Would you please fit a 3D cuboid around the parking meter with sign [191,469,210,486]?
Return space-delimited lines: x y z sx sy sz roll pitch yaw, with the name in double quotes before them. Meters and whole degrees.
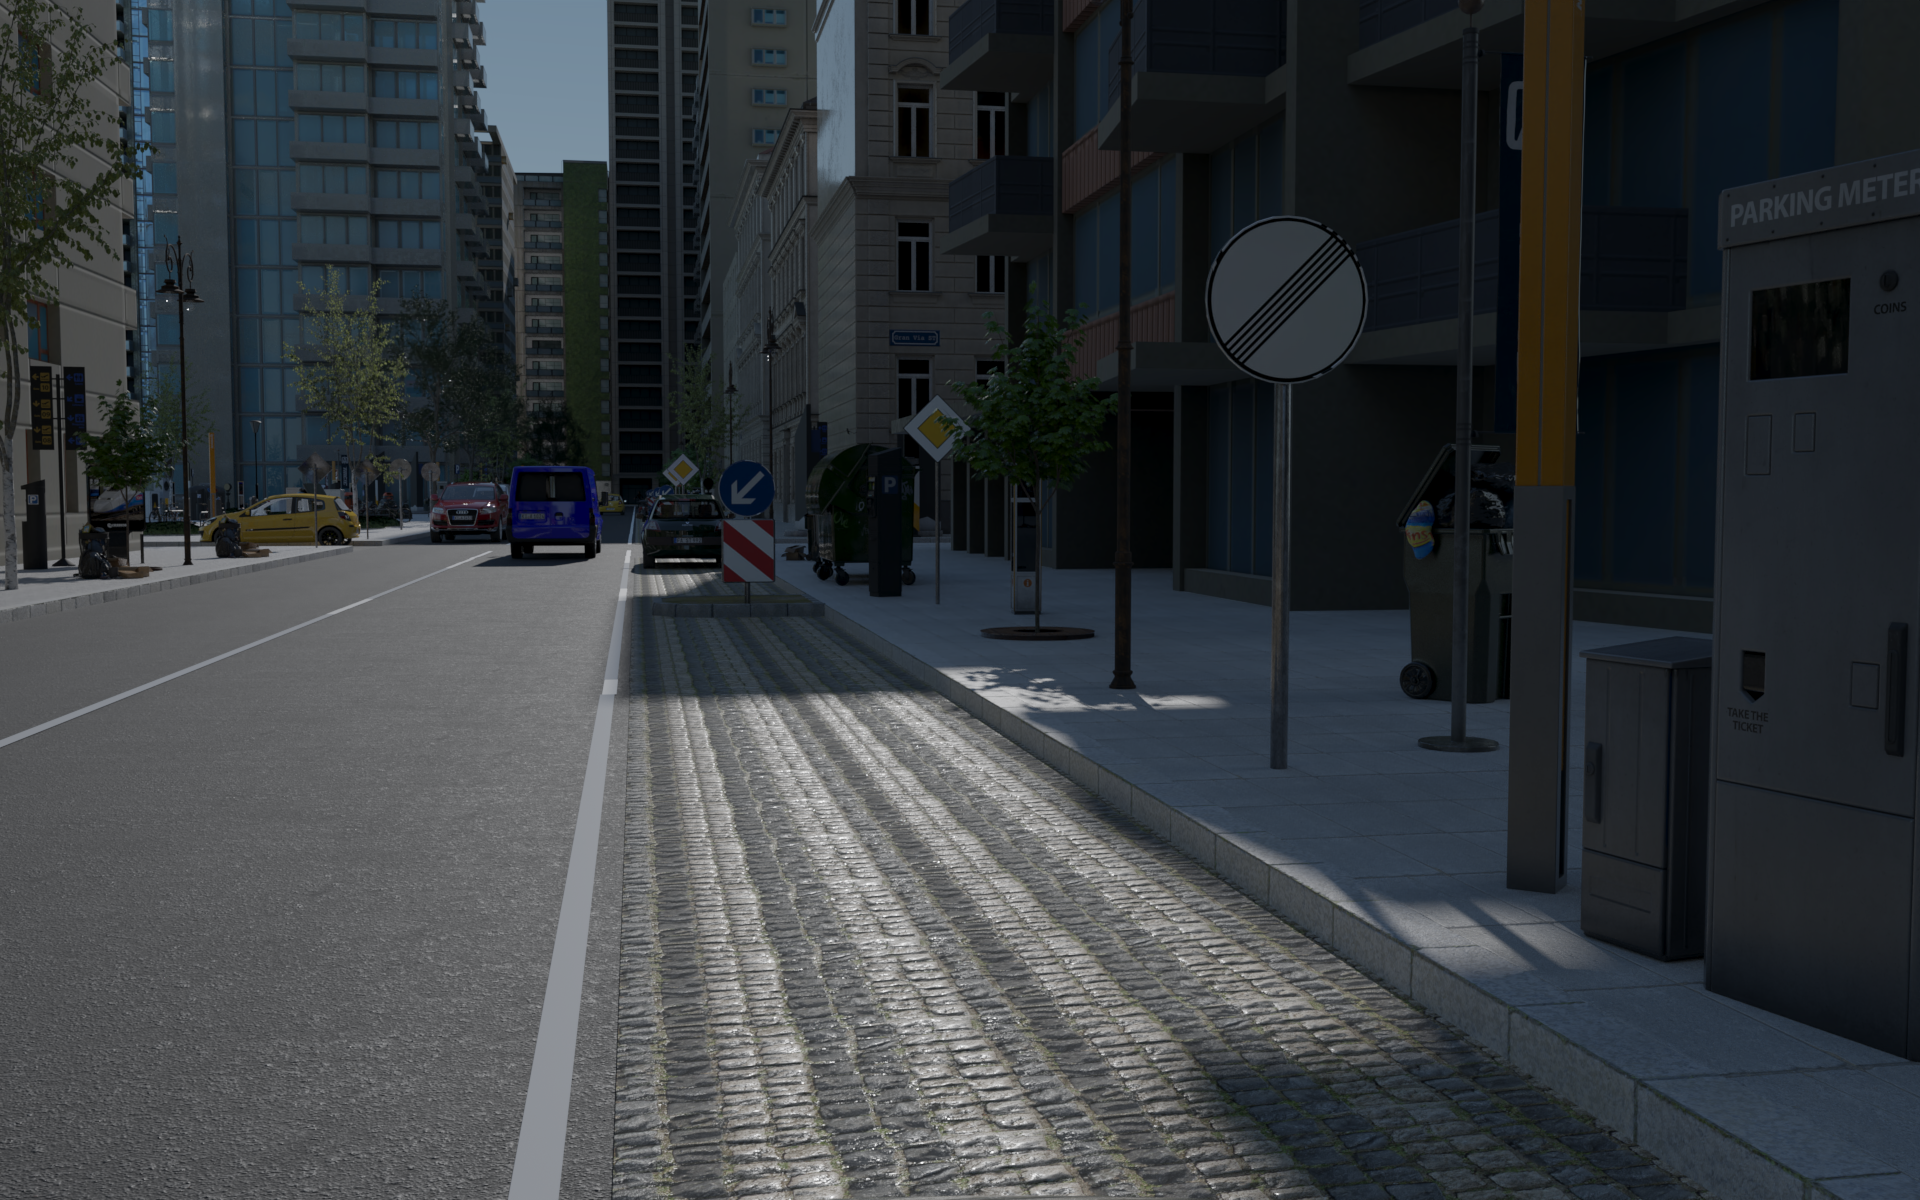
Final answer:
"parking meter with sign" -51.934 -7.522 119.245 1.738 3.016 0.543 -1 4 -15

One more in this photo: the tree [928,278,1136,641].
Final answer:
"tree" 0.689 -1.289 15.681 1.663 3.219 1.824 0 3 0

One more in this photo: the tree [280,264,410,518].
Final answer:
"tree" -19.368 -6.412 55.191 4.360 8.622 3.978 0 3 0

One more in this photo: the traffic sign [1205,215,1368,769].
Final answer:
"traffic sign" 1.492 -0.485 8.028 0.768 2.556 0.104 0 4 -7

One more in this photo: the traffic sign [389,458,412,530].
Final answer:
"traffic sign" -20.016 -3.784 61.982 0.768 2.556 0.104 -1 4 -10

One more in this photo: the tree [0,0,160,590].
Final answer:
"tree" -12.972 -4.439 22.936 4.737 8.622 4.395 0 3 0

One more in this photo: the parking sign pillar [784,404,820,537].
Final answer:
"parking sign pillar" -4.638 -3.921 52.586 1.447 3.967 1.447 -1 4 -21

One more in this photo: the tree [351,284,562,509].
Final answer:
"tree" -23.990 -8.777 77.918 8.767 10.594 7.601 3 4 36

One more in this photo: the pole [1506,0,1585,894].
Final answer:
"pole" 1.884 -0.716 5.556 0.158 3.312 0.155 0 3 0

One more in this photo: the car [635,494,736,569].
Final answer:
"car" -5.466 -1.516 34.575 2.009 1.686 4.222 -1 4 -10

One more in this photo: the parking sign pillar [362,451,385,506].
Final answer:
"parking sign pillar" -36.336 -7.270 107.334 1.447 3.967 1.447 -2 4 -35

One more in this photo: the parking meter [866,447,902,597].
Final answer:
"parking meter" -0.947 -0.975 21.649 0.399 1.863 0.255 -2 4 -30

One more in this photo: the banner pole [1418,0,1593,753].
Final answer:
"banner pole" 2.755 -1.144 8.716 0.863 3.779 0.401 -1 4 -11

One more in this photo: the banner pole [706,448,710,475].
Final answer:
"banner pole" -13.763 -6.400 94.664 0.401 3.779 0.863 -1 4 -22

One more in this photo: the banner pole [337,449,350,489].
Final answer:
"banner pole" -34.462 -6.525 96.700 0.401 3.779 0.863 3 5 40

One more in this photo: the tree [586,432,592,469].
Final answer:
"tree" -38.055 -13.786 159.811 8.767 10.594 7.601 0 4 -6

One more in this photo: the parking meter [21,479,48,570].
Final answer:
"parking meter" -15.760 -1.289 29.482 0.372 1.533 0.369 0 3 0

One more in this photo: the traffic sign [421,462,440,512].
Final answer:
"traffic sign" -21.278 -4.254 69.651 0.768 2.556 0.104 0 4 -1

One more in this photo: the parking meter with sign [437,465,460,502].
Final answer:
"parking meter with sign" -30.544 -6.500 102.535 1.738 3.016 0.543 1 4 9

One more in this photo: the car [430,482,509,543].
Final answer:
"car" -14.905 -2.707 52.930 2.281 1.827 5.304 -1 4 -9

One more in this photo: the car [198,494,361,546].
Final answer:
"car" -17.982 -2.176 45.808 3.980 1.641 2.015 -1 4 -10

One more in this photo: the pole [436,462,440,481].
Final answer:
"pole" -33.266 -7.132 110.452 0.158 3.312 0.155 0 3 0

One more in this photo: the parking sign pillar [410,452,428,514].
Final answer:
"parking sign pillar" -34.697 -7.469 110.589 1.447 3.967 1.447 -2 4 -35

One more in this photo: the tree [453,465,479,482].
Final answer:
"tree" -34.001 -7.687 120.288 1.663 3.219 1.824 0 3 0

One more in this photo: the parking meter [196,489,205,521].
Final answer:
"parking meter" -36.525 -4.580 83.300 0.372 1.533 0.369 0 3 0

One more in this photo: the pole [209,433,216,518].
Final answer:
"pole" -24.844 -3.898 57.575 0.158 3.312 0.155 0 3 0

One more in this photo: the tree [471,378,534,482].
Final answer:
"tree" -28.058 -9.493 105.578 4.737 8.622 4.395 0 3 0

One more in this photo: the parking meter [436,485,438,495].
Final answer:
"parking meter" -32.750 -6.284 108.456 0.255 1.863 0.399 0 4 -1

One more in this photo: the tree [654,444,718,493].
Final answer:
"tree" -16.617 -7.524 106.727 4.285 4.588 4.351 0 3 0

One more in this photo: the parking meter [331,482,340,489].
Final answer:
"parking meter" -31.291 -4.960 86.807 0.399 1.863 0.255 2 4 35

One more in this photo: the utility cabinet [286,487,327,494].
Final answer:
"utility cabinet" -22.125 -3.049 58.528 1.173 1.500 0.318 -2 4 -24

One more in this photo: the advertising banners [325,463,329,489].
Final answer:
"advertising banners" -35.772 -6.170 97.069 0.090 3.025 2.074 0 4 2

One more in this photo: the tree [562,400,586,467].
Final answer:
"tree" -26.037 -9.696 92.945 8.767 10.594 7.601 3 5 42

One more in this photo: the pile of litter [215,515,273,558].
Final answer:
"pile of litter" -14.655 -1.311 35.393 1.176 0.858 1.719 0 4 -4

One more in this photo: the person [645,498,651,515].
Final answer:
"person" -21.579 -6.479 119.935 0.738 1.151 1.012 0 4 4

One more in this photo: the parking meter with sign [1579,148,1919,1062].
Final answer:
"parking meter with sign" 2.247 -0.485 4.199 0.543 3.016 1.738 -1 4 -22

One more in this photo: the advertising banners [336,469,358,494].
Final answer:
"advertising banners" -42.775 -7.598 120.413 2.074 3.025 0.090 1 4 19

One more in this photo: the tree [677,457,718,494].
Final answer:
"tree" -14.852 -6.361 98.598 1.663 3.219 1.824 0 3 0

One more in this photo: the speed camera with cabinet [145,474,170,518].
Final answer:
"speed camera with cabinet" -43.705 -6.099 94.046 0.660 3.252 2.038 0 4 4

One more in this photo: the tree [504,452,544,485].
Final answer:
"tree" -35.760 -9.721 142.644 4.285 4.588 4.351 0 3 0

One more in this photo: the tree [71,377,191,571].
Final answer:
"tree" -14.010 -2.100 28.943 1.663 3.219 1.824 0 3 0

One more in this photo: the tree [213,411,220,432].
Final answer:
"tree" -41.004 -8.549 90.142 4.737 8.622 4.395 0 3 0

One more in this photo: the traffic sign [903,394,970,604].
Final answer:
"traffic sign" -0.263 -1.156 20.085 0.795 2.450 0.064 0 4 -5

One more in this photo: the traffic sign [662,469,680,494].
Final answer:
"traffic sign" -8.296 -2.874 50.629 0.795 2.450 0.064 -1 4 -11

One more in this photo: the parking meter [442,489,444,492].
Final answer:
"parking meter" -22.535 -4.140 76.094 0.372 1.533 0.369 0 3 0

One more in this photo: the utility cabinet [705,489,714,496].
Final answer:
"utility cabinet" -11.593 -4.373 80.178 0.318 1.500 1.173 -1 4 -15

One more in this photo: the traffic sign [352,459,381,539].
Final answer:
"traffic sign" -16.797 -2.778 49.069 0.795 2.450 0.064 -1 4 -11

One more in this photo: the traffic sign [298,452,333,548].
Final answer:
"traffic sign" -15.332 -2.298 41.219 0.795 2.450 0.064 -1 4 -11

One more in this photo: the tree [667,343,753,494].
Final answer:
"tree" -12.376 -8.163 83.824 4.737 8.622 4.395 0 3 0

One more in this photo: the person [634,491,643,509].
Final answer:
"person" -31.899 -9.945 171.928 0.721 1.723 1.217 2 4 35

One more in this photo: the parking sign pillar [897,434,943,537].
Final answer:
"parking sign pillar" -1.239 -3.912 52.429 1.447 3.967 1.447 0 4 4

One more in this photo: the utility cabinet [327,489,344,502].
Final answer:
"utility cabinet" -29.710 -4.482 81.964 1.173 1.500 0.318 1 4 17

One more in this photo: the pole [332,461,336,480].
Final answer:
"pole" -38.699 -6.928 107.120 0.158 3.312 0.155 0 3 0

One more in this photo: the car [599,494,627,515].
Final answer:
"car" -23.760 -6.598 118.093 2.015 1.641 3.980 -1 4 -9

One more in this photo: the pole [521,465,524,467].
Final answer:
"pole" -31.103 -7.915 123.246 0.158 3.312 0.155 0 3 0

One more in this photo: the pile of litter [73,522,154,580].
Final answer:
"pile of litter" -13.092 -0.780 26.720 1.176 0.858 1.719 -1 4 -17

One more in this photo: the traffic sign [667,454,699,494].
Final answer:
"traffic sign" -6.830 -2.394 42.779 0.795 2.450 0.064 -1 4 -11

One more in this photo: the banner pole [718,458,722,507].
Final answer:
"banner pole" -16.183 -7.771 117.065 0.401 3.779 0.863 1 4 11

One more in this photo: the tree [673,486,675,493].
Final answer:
"tree" -28.083 -10.860 172.166 1.663 3.219 1.824 0 3 0
